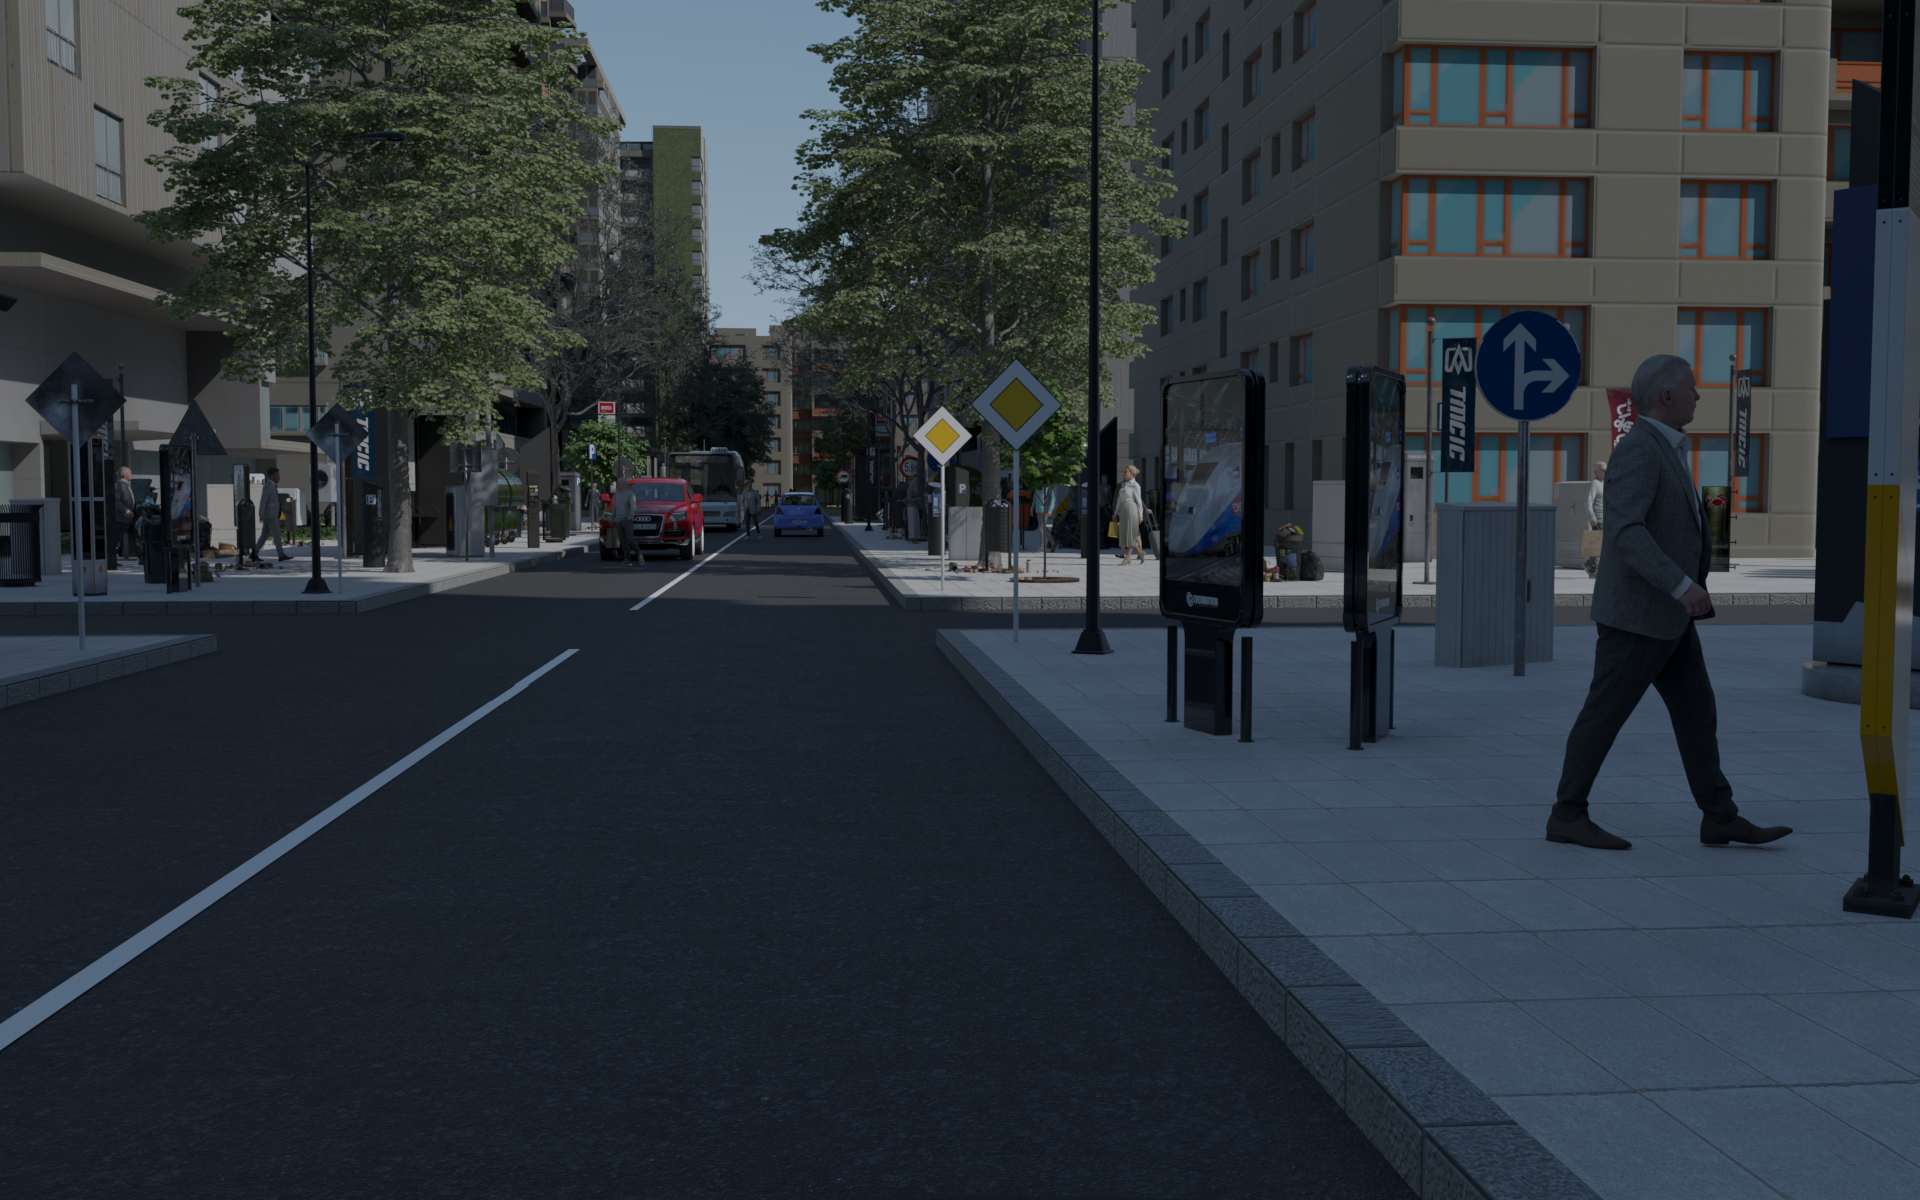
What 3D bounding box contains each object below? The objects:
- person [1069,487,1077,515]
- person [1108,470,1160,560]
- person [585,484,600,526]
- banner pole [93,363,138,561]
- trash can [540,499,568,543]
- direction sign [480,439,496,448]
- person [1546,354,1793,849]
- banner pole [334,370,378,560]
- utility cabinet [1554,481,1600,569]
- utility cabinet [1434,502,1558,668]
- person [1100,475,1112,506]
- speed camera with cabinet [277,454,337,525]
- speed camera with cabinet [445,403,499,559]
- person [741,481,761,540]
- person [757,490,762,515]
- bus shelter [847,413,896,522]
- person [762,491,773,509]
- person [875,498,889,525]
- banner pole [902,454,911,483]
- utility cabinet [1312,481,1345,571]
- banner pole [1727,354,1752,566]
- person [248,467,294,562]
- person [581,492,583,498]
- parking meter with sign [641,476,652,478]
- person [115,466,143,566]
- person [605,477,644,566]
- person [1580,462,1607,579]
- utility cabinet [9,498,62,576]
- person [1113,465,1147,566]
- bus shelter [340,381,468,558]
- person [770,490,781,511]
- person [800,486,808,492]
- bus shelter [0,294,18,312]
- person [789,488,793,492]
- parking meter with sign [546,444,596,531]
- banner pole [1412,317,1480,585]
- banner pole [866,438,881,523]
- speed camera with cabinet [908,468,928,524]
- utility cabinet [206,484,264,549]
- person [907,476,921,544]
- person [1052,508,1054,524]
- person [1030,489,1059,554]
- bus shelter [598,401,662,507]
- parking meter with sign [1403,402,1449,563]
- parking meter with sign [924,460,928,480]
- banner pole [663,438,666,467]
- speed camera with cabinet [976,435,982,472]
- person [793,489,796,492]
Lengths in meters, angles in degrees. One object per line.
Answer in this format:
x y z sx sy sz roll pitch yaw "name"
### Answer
3.447 -2.901 53.652 0.526 1.800 0.537 -1 4 -14 "person"
3.538 -1.701 34.074 0.699 1.804 1.509 -2 4 -28 "person"
-14.936 -3.916 70.496 0.576 1.772 0.534 -3 5 -43 "person"
-16.191 -2.632 33.049 0.401 3.779 0.863 3 4 38 "banner pole"
-10.716 -2.083 45.710 0.748 1.137 0.748 0 3 0 "trash can"
-19.433 -4.888 71.912 0.876 3.537 0.379 -1 4 -21 "direction sign"
2.564 0.013 6.225 0.834 1.777 0.661 1 4 23 "person"
-11.914 -2.697 34.113 0.863 3.779 0.401 -2 4 -25 "banner pole"
10.603 -1.288 29.739 0.318 1.500 1.173 -1 4 -10 "utility cabinet"
4.056 -0.118 13.092 1.020 1.237 0.306 -2 4 -32 "utility cabinet"
4.069 -2.682 49.800 0.836 1.842 0.656 2 4 28 "person"
-19.434 -3.477 51.178 2.038 3.252 0.660 0 4 7 "speed camera with cabinet"
-9.900 -2.489 35.030 0.660 3.252 2.038 -2 4 -30 "speed camera with cabinet"
-6.534 -2.812 54.319 0.661 1.843 0.795 1 4 15 "person"
-13.835 -6.673 118.531 0.541 1.710 0.530 0 4 -1 "person"
-4.355 -6.502 83.933 2.179 5.291 8.768 0 4 -5 "bus shelter"
-18.319 -9.496 164.476 1.217 1.743 0.721 0 4 2 "person"
-3.225 -3.696 71.975 0.738 1.151 1.012 0 4 6 "person"
-3.043 -6.598 97.895 0.863 3.779 0.401 -3 5 -43 "banner pole"
6.330 -1.215 28.542 0.318 1.500 1.173 -2 4 -31 "utility cabinet"
13.833 -2.496 30.827 0.401 3.779 0.863 0 4 -5 "banner pole"
-13.107 -1.628 32.927 0.850 1.792 0.678 -1 4 -14 "person"
-29.029 -7.498 131.875 0.697 1.427 0.421 -3 5 -43 "person"
-13.164 -4.614 71.696 1.738 3.016 0.543 1 4 22 "parking meter with sign"
-14.804 -1.494 30.868 0.834 1.777 0.661 -1 4 -16 "person"
-6.742 -1.574 34.720 0.782 1.767 0.515 3 4 38 "person"
9.564 -1.198 26.116 0.515 1.767 0.782 3 4 38 "person"
-14.743 -1.006 27.612 1.020 1.237 0.306 2 4 34 "utility cabinet"
3.092 -1.520 31.117 0.641 1.798 0.478 -1 4 -22 "person"
-11.894 -2.847 37.830 1.731 3.624 6.357 0 4 -5 "bus shelter"
-15.096 -8.156 142.569 1.217 1.743 0.721 -2 4 -28 "person"
-7.379 -4.477 81.797 0.679 1.850 0.850 0 4 5 "person"
-8.395 -1.060 11.258 2.014 3.302 5.546 0 4 -5 "bus shelter"
-11.927 -6.979 122.540 0.705 1.831 1.348 0 4 -3 "person"
-13.549 -3.906 60.120 1.738 3.016 0.543 1 4 13 "parking meter with sign"
6.870 -2.109 24.497 0.863 3.779 0.401 1 4 20 "banner pole"
-3.844 -5.366 77.752 0.863 3.779 0.401 1 4 16 "banner pole"
-1.473 -4.176 62.618 0.660 3.252 2.038 0 4 5 "speed camera with cabinet"
-16.585 -1.894 39.643 1.173 1.500 0.318 -2 4 -26 "utility cabinet"
-1.174 -2.328 44.660 0.362 1.759 0.519 1 4 12 "person"
3.745 -3.667 66.544 0.519 1.759 0.362 0 4 2 "person"
1.874 -1.928 37.427 0.748 1.841 0.638 -2 4 -26 "person"
-14.806 -6.122 77.728 2.179 5.291 8.768 0 4 -5 "bus shelter"
8.472 -2.217 32.504 1.738 3.016 0.543 -2 4 -24 "parking meter with sign"
-1.458 -5.550 87.000 0.543 3.016 1.738 -3 5 -41 "parking meter with sign"
-13.115 -5.329 77.143 0.401 3.779 0.863 0 4 -6 "banner pole"
0.217 -3.947 58.872 0.660 3.252 2.038 -1 4 -21 "speed camera with cabinet"
-10.588 -6.268 111.684 1.217 1.736 0.721 3 5 39 "person"
